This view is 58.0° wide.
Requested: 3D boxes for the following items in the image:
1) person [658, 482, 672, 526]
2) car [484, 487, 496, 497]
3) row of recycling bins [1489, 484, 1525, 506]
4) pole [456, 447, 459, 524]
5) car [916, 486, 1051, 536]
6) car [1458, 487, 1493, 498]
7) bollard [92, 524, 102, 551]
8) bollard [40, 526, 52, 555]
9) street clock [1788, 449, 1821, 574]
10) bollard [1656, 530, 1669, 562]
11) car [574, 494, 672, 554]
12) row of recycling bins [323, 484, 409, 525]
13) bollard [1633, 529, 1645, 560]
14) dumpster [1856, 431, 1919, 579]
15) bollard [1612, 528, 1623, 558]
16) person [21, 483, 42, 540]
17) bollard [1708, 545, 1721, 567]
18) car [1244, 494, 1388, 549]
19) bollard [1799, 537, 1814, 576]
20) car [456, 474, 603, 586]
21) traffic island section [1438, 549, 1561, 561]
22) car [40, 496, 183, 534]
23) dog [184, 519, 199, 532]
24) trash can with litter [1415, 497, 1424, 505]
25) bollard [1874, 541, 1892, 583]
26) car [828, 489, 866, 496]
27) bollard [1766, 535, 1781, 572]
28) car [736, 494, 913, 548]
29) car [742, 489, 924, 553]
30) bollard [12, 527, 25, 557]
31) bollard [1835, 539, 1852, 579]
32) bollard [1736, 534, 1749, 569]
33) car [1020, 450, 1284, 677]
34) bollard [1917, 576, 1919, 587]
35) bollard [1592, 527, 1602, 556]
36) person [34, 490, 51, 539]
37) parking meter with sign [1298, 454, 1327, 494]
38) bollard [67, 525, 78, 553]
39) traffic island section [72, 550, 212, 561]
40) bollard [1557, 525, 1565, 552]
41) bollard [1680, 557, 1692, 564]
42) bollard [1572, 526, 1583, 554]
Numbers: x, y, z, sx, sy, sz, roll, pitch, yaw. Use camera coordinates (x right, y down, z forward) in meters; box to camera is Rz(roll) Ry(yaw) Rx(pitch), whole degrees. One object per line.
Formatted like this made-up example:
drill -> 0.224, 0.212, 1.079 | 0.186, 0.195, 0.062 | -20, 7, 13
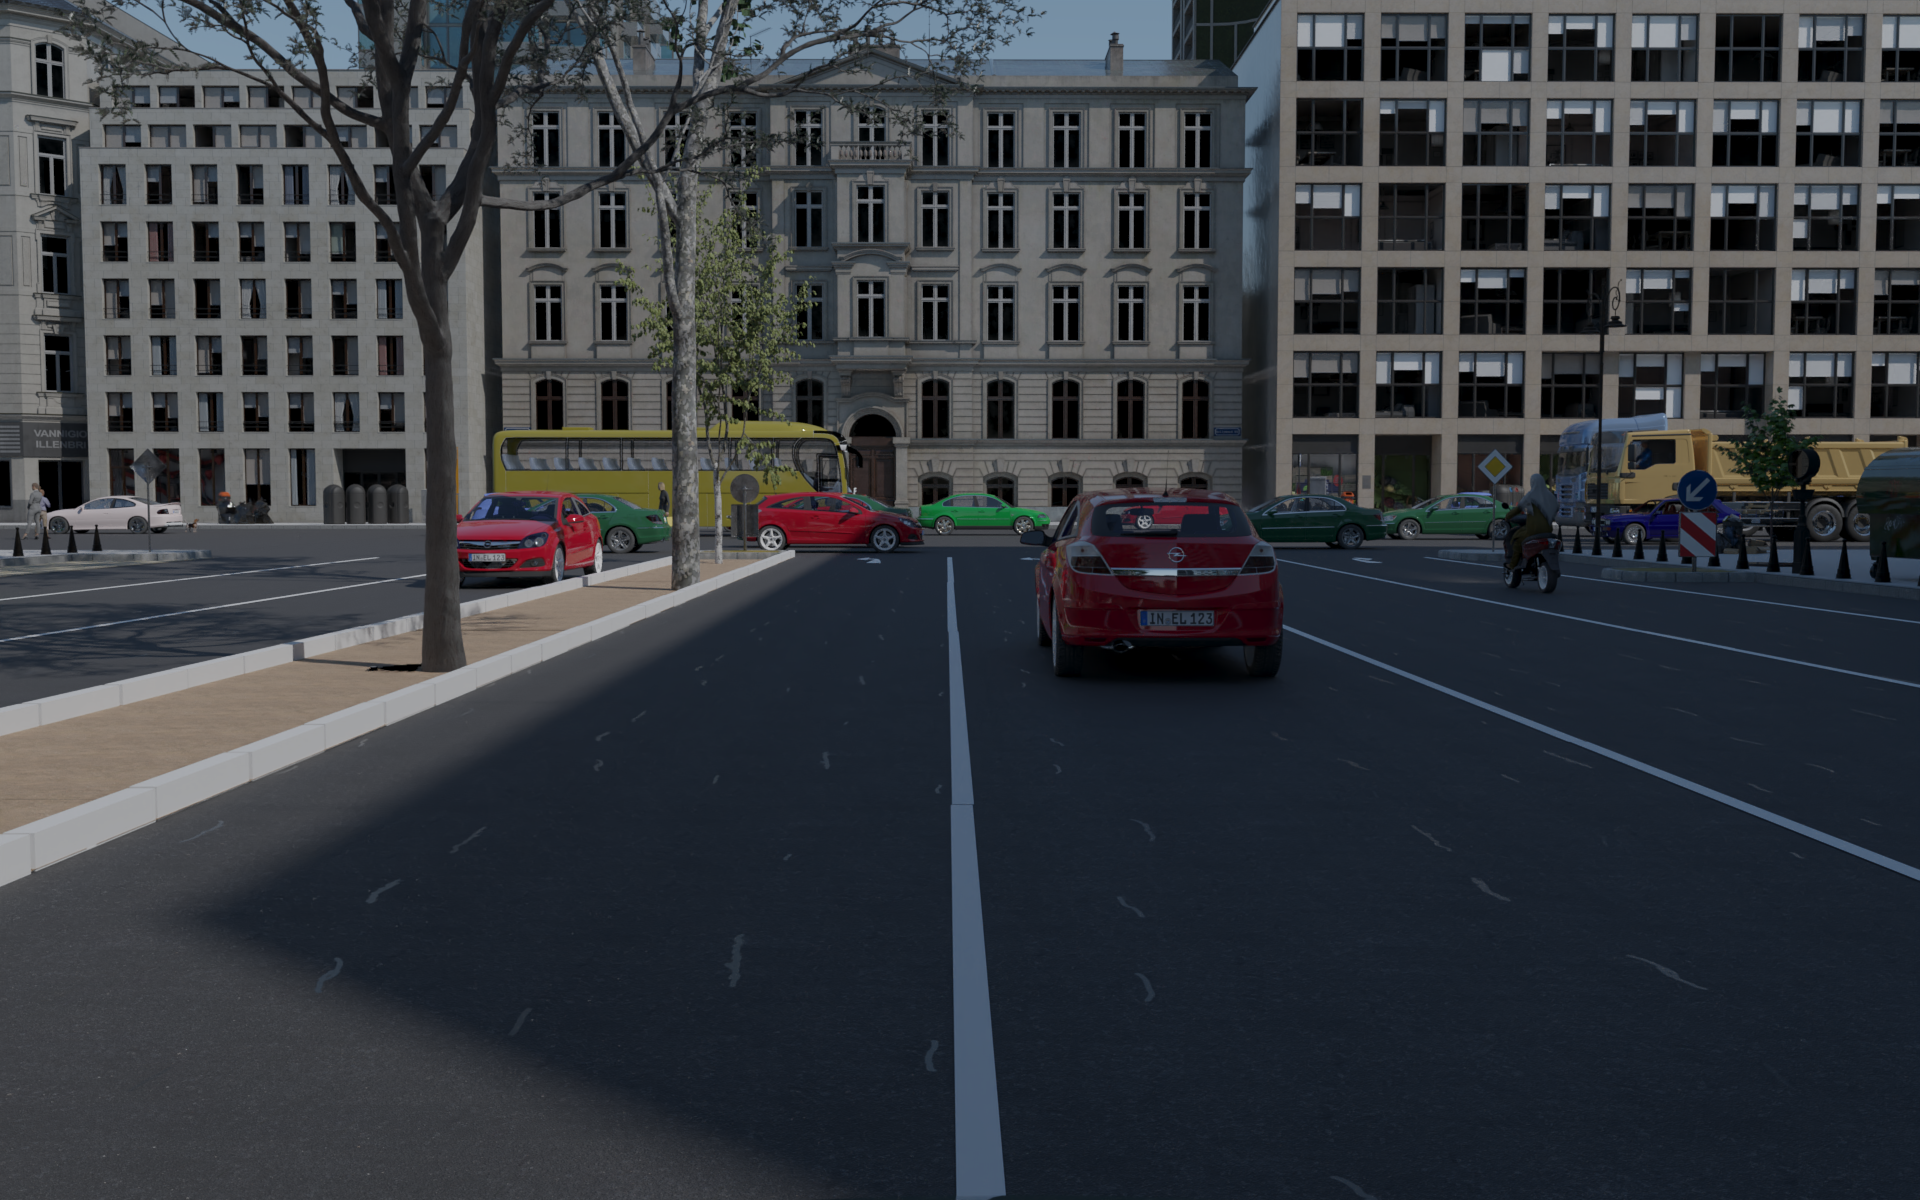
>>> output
person -> -9.259, -2.773, 54.048 | 0.699, 1.804, 1.509 | 0, 4, -5
car -> -13.534, -2.766, 54.820 | 3.694, 1.707, 1.945 | 0, 4, 1
row of recycling bins -> 23.827, -4.189, 75.597 | 1.069, 1.692, 3.534 | 2, 4, 31
pole -> -21.853, -4.977, 75.221 | 0.158, 3.312, 0.155 | 0, 3, 0
car -> 0.805, -3.163, 60.518 | 4.718, 1.807, 1.959 | 0, 4, 0
car -> 20.531, -3.630, 68.939 | 1.945, 1.707, 3.694 | 0, 4, 1
bollard -> -19.352, -1.394, 38.826 | 0.229, 0.601, 0.229 | 0, 3, 0
bollard -> -19.336, -1.259, 36.622 | 0.229, 0.601, 0.229 | 0, 3, 0
street clock -> 13.545, -1.423, 27.841 | 0.358, 2.002, 0.471 | -1, 4, -15
bollard -> 13.342, -1.030, 32.889 | 0.229, 0.601, 0.229 | 0, 3, 0
car -> -9.569, -1.876, 42.463 | 4.920, 1.459, 2.131 | 0, 4, -2
row of recycling bins -> -25.321, -4.088, 73.946 | 3.534, 1.692, 1.069 | -3, 4, -36
bollard -> 13.332, -1.098, 33.989 | 0.229, 0.601, 0.229 | 0, 3, 0
dumpster -> 14.366, -1.400, 25.377 | 1.502, 2.255, 1.985 | 0, 4, 0
bollard -> 13.325, -1.165, 35.089 | 0.229, 0.601, 0.229 | 0, 3, 0
person -> -29.211, -2.795, 54.469 | 0.573, 1.790, 0.520 | -1, 4, -8
bollard -> 13.359, -0.894, 30.661 | 0.229, 0.601, 0.229 | 0, 3, 0
car -> 8.739, -2.069, 45.631 | 4.920, 1.459, 2.131 | 0, 4, -1
bollard -> 13.384, -0.692, 27.350 | 0.229, 0.601, 0.229 | 0, 3, 0
car -> -7.063, -1.167, 28.117 | 2.155, 1.783, 4.494 | 0, 4, 1
traffic island section -> 11.869, -0.992, 38.499 | 2.009, 0.180, 2.903 | 0, 4, 0
car -> -30.811, -3.090, 62.878 | 4.827, 1.381, 2.083 | 0, 4, -1
dog -> -28.850, -2.798, 65.042 | 0.540, 0.507, 0.406 | -1, 4, -20
trash can with litter -> 20.463, -3.948, 75.941 | 1.055, 1.170, 0.624 | 1, 4, 19
bollard -> 13.404, -0.556, 25.139 | 0.229, 0.601, 0.229 | 0, 3, 0
car -> -4.746, -2.886, 56.231 | 4.494, 1.783, 2.155 | 0, 4, 1
bollard -> 13.376, -0.760, 28.461 | 0.229, 0.601, 0.229 | 0, 3, 0
car -> -3.626, -2.143, 46.844 | 4.920, 1.459, 2.131 | 0, 4, -1
car -> -3.123, -2.061, 42.737 | 4.494, 1.783, 2.155 | 0, 3, 0
bollard -> -19.324, -1.191, 35.522 | 0.229, 0.601, 0.229 | 0, 3, 0
bollard -> 13.395, -0.624, 26.239 | 0.229, 0.601, 0.229 | 0, 3, 0
bollard -> 13.367, -0.827, 29.561 | 0.229, 0.601, 0.229 | 0, 3, 0
car -> 1.616, -0.369, 15.077 | 2.155, 1.783, 4.494 | 0, 3, 0
bollard -> 13.416, -0.489, 24.035 | 0.229, 0.601, 0.229 | 0, 3, 0
bollard -> 13.315, -1.233, 36.196 | 0.229, 0.601, 0.229 | 0, 3, 0
person -> -29.451, -2.751, 55.539 | 0.516, 1.574, 0.319 | 0, 4, 3
parking meter with sign -> 15.496, -4.808, 74.878 | 1.738, 3.016, 0.543 | 1, 4, 15
bollard -> -19.345, -1.326, 37.726 | 0.229, 0.601, 0.229 | 0, 3, 0
traffic island section -> -17.921, -0.978, 38.267 | 2.009, 0.180, 2.903 | 0, 4, 0
bollard -> 13.300, -1.368, 38.410 | 0.229, 0.601, 0.229 | 0, 3, 0
bollard -> 13.346, -0.962, 31.769 | 0.229, 0.601, 0.229 | 0, 3, 0
bollard -> 13.305, -1.301, 37.310 | 0.229, 0.601, 0.229 | 0, 3, 0
